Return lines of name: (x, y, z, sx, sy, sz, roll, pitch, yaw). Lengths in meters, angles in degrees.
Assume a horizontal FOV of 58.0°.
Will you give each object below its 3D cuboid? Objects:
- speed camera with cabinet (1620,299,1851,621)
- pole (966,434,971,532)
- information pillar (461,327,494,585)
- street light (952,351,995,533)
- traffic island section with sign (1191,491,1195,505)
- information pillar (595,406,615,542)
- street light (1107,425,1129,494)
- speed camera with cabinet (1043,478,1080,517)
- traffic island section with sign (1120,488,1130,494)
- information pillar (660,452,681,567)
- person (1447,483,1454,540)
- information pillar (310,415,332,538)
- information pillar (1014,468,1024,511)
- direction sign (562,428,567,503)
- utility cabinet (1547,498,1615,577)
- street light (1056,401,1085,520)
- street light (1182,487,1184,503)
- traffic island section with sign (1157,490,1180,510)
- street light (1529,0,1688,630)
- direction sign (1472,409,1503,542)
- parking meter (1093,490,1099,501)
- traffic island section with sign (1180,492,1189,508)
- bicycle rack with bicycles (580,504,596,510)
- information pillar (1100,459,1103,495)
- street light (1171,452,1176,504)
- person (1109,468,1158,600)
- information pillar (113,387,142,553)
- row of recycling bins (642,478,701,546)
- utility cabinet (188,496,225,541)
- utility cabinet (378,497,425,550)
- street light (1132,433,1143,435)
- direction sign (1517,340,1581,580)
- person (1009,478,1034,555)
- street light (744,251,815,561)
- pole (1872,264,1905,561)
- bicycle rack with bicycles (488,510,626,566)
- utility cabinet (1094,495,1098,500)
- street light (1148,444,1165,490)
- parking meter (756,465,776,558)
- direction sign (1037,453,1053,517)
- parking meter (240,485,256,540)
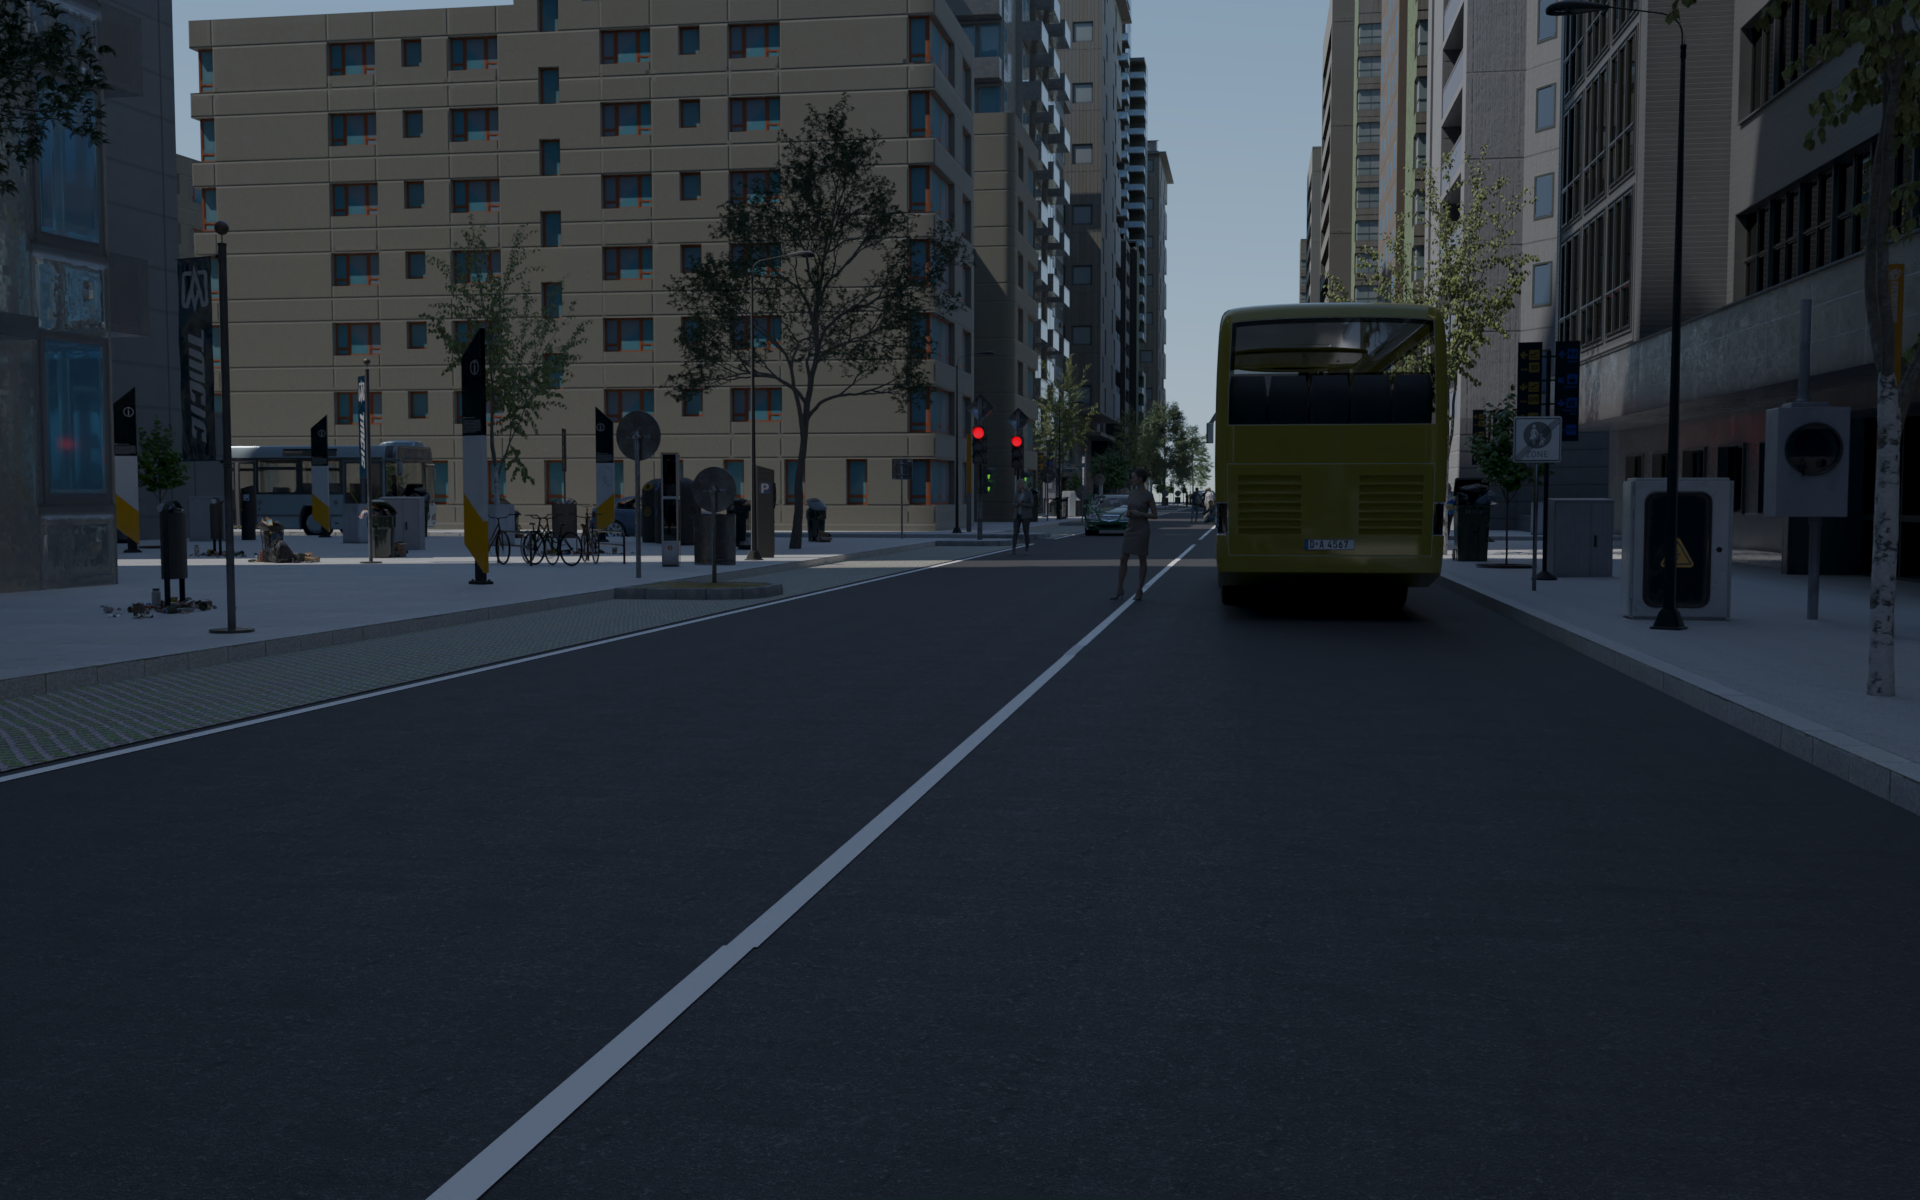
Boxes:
speed camera with cabinet: (7.885, -1.426, 17.657, 2.038, 3.252, 0.660, 1, 4, 12)
pole: (0.300, -3.965, 58.669, 0.158, 3.312, 0.155, 0, 3, 0)
information pillar: (-6.880, -2.033, 24.589, 0.504, 3.616, 0.183, 3, 5, 40)
street light: (0.433, -5.136, 56.507, 1.470, 5.913, 1.316, 1, 4, 10)
traffic island section with sign: (32.133, -13.933, 236.428, 1.989, 1.847, 2.006, 1, 4, 10)
information pillar: (-9.489, -3.357, 46.238, 0.504, 3.616, 0.183, 0, 4, -1)
street light: (10.475, -8.775, 116.018, 1.470, 5.913, 1.316, 1, 4, 10)
speed camera with cabinet: (5.627, -6.201, 95.729, 2.038, 3.252, 0.660, 0, 4, 6)
traffic island section with sign: (10.086, -5.915, 105.334, 1.989, 1.847, 2.006, 1, 4, 10)
information pillar: (-5.110, -1.597, 30.597, 0.304, 2.012, 0.304, 0, 4, -3)
person: (14.733, -2.661, 52.191, 0.537, 1.800, 0.526, 0, 4, 7)
information pillar: (-18.855, -3.653, 51.075, 0.504, 3.616, 0.183, 0, 4, -4)
information pillar: (2.658, -5.318, 78.296, 0.504, 3.616, 0.183, -2, 4, -32)
direction sign: (-13.710, -4.162, 60.048, 0.379, 3.537, 0.876, 0, 4, -5)
utility cabinet: (9.602, -0.959, 26.847, 1.020, 1.237, 0.306, -1, 4, -12)
street light: (5.519, -6.982, 86.694, 1.470, 5.913, 1.316, 1, 4, 10)
street light: (26.961, -14.767, 213.977, 1.470, 5.913, 1.316, 1, 4, 10)
traffic island section with sign: (18.421, -8.947, 154.910, 1.989, 1.847, 2.006, 1, 4, 10)
street light: (6.209, -2.682, 16.388, 1.470, 5.913, 1.316, 1, 4, 10)
direction sign: (14.143, -3.324, 46.339, 0.876, 3.537, 0.379, 2, 4, 25)
parking meter: (8.938, -6.457, 113.981, 0.372, 1.533, 0.369, 0, 3, 0)
traffic island section with sign: (22.898, -10.573, 181.493, 1.989, 1.847, 2.006, 1, 4, 10)
bicycle rack with bicycles: (-11.993, -2.851, 59.999, 2.852, 0.926, 2.925, 0, 4, -4)
information pillar: (9.433, -7.598, 115.588, 0.183, 3.616, 0.504, -1, 4, -10)
street light: (23.096, -13.359, 190.957, 1.470, 5.913, 1.316, 1, 4, 10)
person: (2.347, -0.888, 23.366, 0.599, 1.781, 0.374, 3, 5, 43)
information pillar: (-18.157, -2.835, 37.713, 0.504, 3.616, 0.183, -3, 4, -36)
row of recycling bins: (-7.436, -2.302, 44.757, 1.069, 1.692, 3.534, -1, 4, -23)
utility cabinet: (-20.389, -2.197, 47.079, 1.020, 1.237, 0.306, 0, 4, -4)
utility cabinet: (-12.844, -1.754, 39.840, 1.020, 1.237, 0.306, 1, 4, 12)
street light: (13.216, -9.751, 131.972, 1.470, 5.913, 1.316, 1, 4, 10)
direction sign: (8.733, -2.066, 25.780, 0.876, 3.537, 0.379, 1, 4, 22)
person: (1.475, -1.974, 40.959, 0.537, 1.800, 0.526, 2, 4, 34)
street light: (-3.463, -3.718, 33.328, 1.470, 5.913, 1.316, 1, 4, 10)
pole: (8.289, -1.323, 15.480, 0.158, 3.312, 0.155, 0, 3, 0)
bicycle rack with bicycles: (-7.393, -1.123, 31.746, 2.852, 0.926, 2.925, -2, 4, -32)
utility cabinet: (8.663, -5.969, 108.749, 0.306, 1.237, 1.020, 1, 4, 17)
street light: (18.096, -11.562, 161.585, 1.470, 5.913, 1.316, 1, 4, 10)
parking meter: (-3.895, -1.779, 34.798, 0.399, 1.863, 0.255, 0, 4, -1)
direction sign: (4.685, -6.303, 95.053, 0.876, 3.537, 0.379, 0, 4, -5)
parking meter: (-19.830, -2.436, 48.242, 0.372, 1.533, 0.369, 0, 3, 0)
